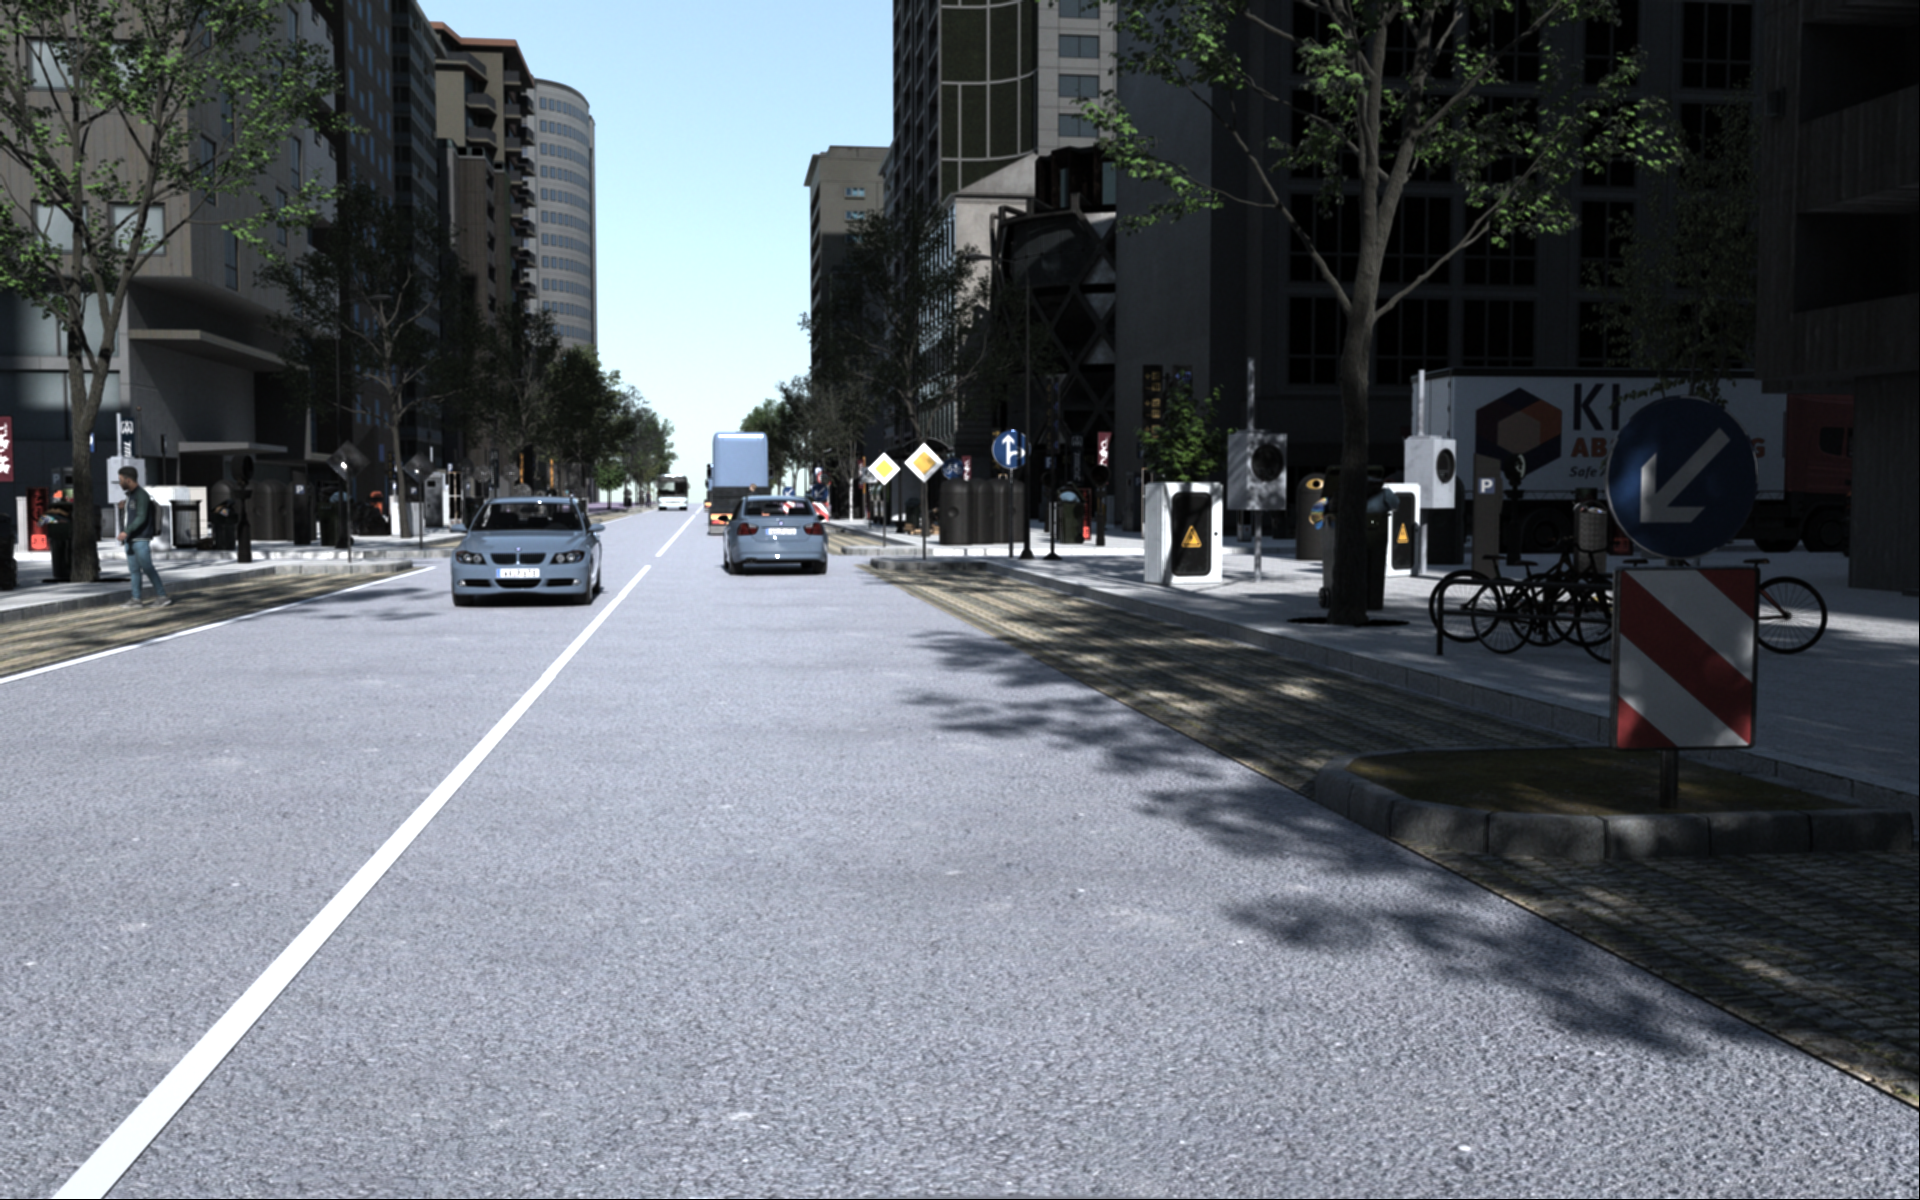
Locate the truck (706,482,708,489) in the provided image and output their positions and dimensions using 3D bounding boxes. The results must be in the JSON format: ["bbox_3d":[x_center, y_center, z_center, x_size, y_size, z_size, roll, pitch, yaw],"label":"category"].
[{"bbox_3d":[-29.840,-13.463,216.047,3.469,3.379,9.791,-1,4,-9],"label":"truck"}]

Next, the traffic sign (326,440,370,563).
[{"bbox_3d":[-11.390,-1.751,32.270,0.795,2.450,0.064,0,4,-8],"label":"traffic sign"}]

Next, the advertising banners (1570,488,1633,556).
[{"bbox_3d":[13.779,-2.440,36.082,2.074,3.025,0.090,3,5,40],"label":"advertising banners"}]

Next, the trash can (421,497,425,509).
[{"bbox_3d":[-29.056,-5.015,93.657,0.748,1.137,0.748,0,3,0],"label":"trash can"}]

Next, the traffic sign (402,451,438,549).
[{"bbox_3d":[-12.514,-2.234,40.175,0.795,2.450,0.064,0,4,-8],"label":"traffic sign"}]

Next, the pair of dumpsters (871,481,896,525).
[{"bbox_3d":[-2.847,-4.326,73.226,1.574,2.255,4.437,-1,4,-8],"label":"pair of dumpsters"}]

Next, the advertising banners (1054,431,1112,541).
[{"bbox_3d":[3.413,-3.167,47.961,2.074,3.025,0.090,-3,4,-36],"label":"advertising banners"}]

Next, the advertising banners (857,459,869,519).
[{"bbox_3d":[-4.525,-5.602,87.775,0.090,3.025,2.074,3,4,39],"label":"advertising banners"}]

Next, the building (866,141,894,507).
[{"bbox_3d":[5.144,-29.542,174.885,32.217,40.220,23.993,0,4,-8],"label":"building"}]

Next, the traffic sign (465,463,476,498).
[{"bbox_3d":[-18.111,-3.872,63.421,0.768,2.556,0.104,0,4,2],"label":"traffic sign"}]

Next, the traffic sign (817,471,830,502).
[{"bbox_3d":[-7.507,-5.845,95.669,0.768,2.556,0.104,0,4,0],"label":"traffic sign"}]

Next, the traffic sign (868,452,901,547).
[{"bbox_3d":[-1.824,-2.326,41.669,0.795,2.450,0.064,0,4,-8],"label":"traffic sign"}]

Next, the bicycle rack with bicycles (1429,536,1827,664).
[{"bbox_3d":[5.050,-0.036,13.972,2.852,0.926,2.925,-3,5,-43],"label":"bicycle rack with bicycles"}]

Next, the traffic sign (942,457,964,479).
[{"bbox_3d":[-0.240,-3.668,60.078,0.768,2.556,0.104,0,4,1],"label":"traffic sign"}]

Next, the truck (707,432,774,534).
[{"bbox_3d":[-8.742,-4.867,69.335,2.967,4.110,18.799,0,4,-8],"label":"truck"}]

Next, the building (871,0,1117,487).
[{"bbox_3d":[3.216,-43.547,150.249,20.563,71.187,20.611,0,4,-8],"label":"building"}]

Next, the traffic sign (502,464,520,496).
[{"bbox_3d":[-19.016,-4.480,73.353,0.768,2.556,0.104,0,4,-4],"label":"traffic sign"}]

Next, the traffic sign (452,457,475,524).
[{"bbox_3d":[-17.281,-3.681,60.298,0.768,2.556,0.104,0,4,-3],"label":"traffic sign"}]

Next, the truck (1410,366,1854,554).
[{"bbox_3d":[16.179,-3.113,39.817,11.283,4.237,2.839,0,4,-6],"label":"truck"}]

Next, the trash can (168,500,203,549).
[{"bbox_3d":[-18.251,-1.785,40.837,0.748,1.137,0.748,0,3,0],"label":"trash can"}]

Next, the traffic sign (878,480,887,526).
[{"bbox_3d":[-2.964,-4.226,69.093,0.884,2.594,0.081,0,4,-1],"label":"traffic sign"}]

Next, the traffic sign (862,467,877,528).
[{"bbox_3d":[-3.370,-3.831,64.772,0.606,2.300,0.079,0,4,-1],"label":"traffic sign"}]

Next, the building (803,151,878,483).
[{"bbox_3d":[-8.512,-41.189,262.681,28.713,52.752,27.495,0,4,-8],"label":"building"}]

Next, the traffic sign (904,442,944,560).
[{"bbox_3d":[-0.700,-1.842,33.763,0.795,2.450,0.064,0,4,-8],"label":"traffic sign"}]

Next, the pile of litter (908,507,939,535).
[{"bbox_3d":[-0.955,-2.522,55.198,1.176,0.858,1.719,-2,4,-35],"label":"pile of litter"}]

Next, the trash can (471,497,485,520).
[{"bbox_3d":[-20.928,-3.874,74.989,0.748,1.137,0.748,0,3,0],"label":"trash can"}]

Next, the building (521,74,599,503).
[{"bbox_3d":[-62.743,-42.928,243.873,21.231,58.520,28.212,0,4,-8],"label":"building"}]

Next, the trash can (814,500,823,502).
[{"bbox_3d":[-8.077,-5.384,99.676,0.748,1.137,0.748,0,3,0],"label":"trash can"}]

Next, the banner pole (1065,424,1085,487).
[{"bbox_3d":[4.023,-4.393,61.845,0.863,3.779,0.401,0,4,4],"label":"banner pole"}]

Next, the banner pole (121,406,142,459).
[{"bbox_3d":[-23.672,-3.644,49.598,0.863,3.779,0.401,1,4,9],"label":"banner pole"}]

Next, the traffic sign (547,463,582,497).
[{"bbox_3d":[-25.891,-7.305,113.316,2.265,3.308,0.079,0,4,-3],"label":"traffic sign"}]

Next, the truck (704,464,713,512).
[{"bbox_3d":[-20.587,-9.738,148.970,2.967,4.110,18.799,0,4,-7],"label":"truck"}]

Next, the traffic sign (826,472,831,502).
[{"bbox_3d":[-7.748,-6.149,100.634,0.768,2.556,0.104,0,4,-6],"label":"traffic sign"}]

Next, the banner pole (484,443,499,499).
[{"bbox_3d":[-23.832,-5.993,88.001,0.863,3.779,0.401,-1,4,-9],"label":"banner pole"}]

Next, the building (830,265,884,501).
[{"bbox_3d":[-9.633,-27.425,220.098,14.160,30.474,14.107,0,4,-8],"label":"building"}]

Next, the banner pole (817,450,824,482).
[{"bbox_3d":[-7.704,-6.579,97.585,0.401,3.779,0.863,0,4,-2],"label":"banner pole"}]

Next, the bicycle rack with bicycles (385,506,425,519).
[{"bbox_3d":[-27.923,-4.538,87.584,2.925,0.926,2.852,-1,4,-12],"label":"bicycle rack with bicycles"}]

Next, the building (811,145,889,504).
[{"bbox_3d":[-9.146,-37.570,237.972,21.300,48.544,21.600,0,4,-8],"label":"building"}]

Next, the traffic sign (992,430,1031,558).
[{"bbox_3d":[1.025,-2.112,34.644,0.768,2.556,0.104,0,4,-3],"label":"traffic sign"}]

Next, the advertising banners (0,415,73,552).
[{"bbox_3d":[-20.550,-2.596,38.631,2.074,3.025,0.090,0,4,-5],"label":"advertising banners"}]

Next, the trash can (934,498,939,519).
[{"bbox_3d":[-0.531,-2.915,59.319,0.748,1.137,0.748,0,3,0],"label":"trash can"}]

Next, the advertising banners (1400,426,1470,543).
[{"bbox_3d":[12.311,-2.980,44.912,2.074,3.025,0.090,-1,4,-16],"label":"advertising banners"}]

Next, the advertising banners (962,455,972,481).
[{"bbox_3d":[0.954,-4.992,77.803,2.074,3.025,0.090,2,4,32],"label":"advertising banners"}]

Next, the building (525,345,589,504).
[{"bbox_3d":[-61.564,-22.712,216.381,27.650,21.520,28.899,0,4,-8],"label":"building"}]

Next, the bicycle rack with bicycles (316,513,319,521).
[{"bbox_3d":[-24.001,-2.934,61.358,2.852,0.926,2.925,0,4,8],"label":"bicycle rack with bicycles"}]

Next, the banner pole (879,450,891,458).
[{"bbox_3d":[-4.329,-6.637,98.529,0.863,3.779,0.401,-1,4,-16],"label":"banner pole"}]

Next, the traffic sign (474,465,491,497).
[{"bbox_3d":[-20.895,-4.630,75.802,0.768,2.556,0.104,0,4,-6],"label":"traffic sign"}]

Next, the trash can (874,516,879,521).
[{"bbox_3d":[-3.778,-4.314,82.192,0.748,1.137,0.748,0,3,0],"label":"trash can"}]
